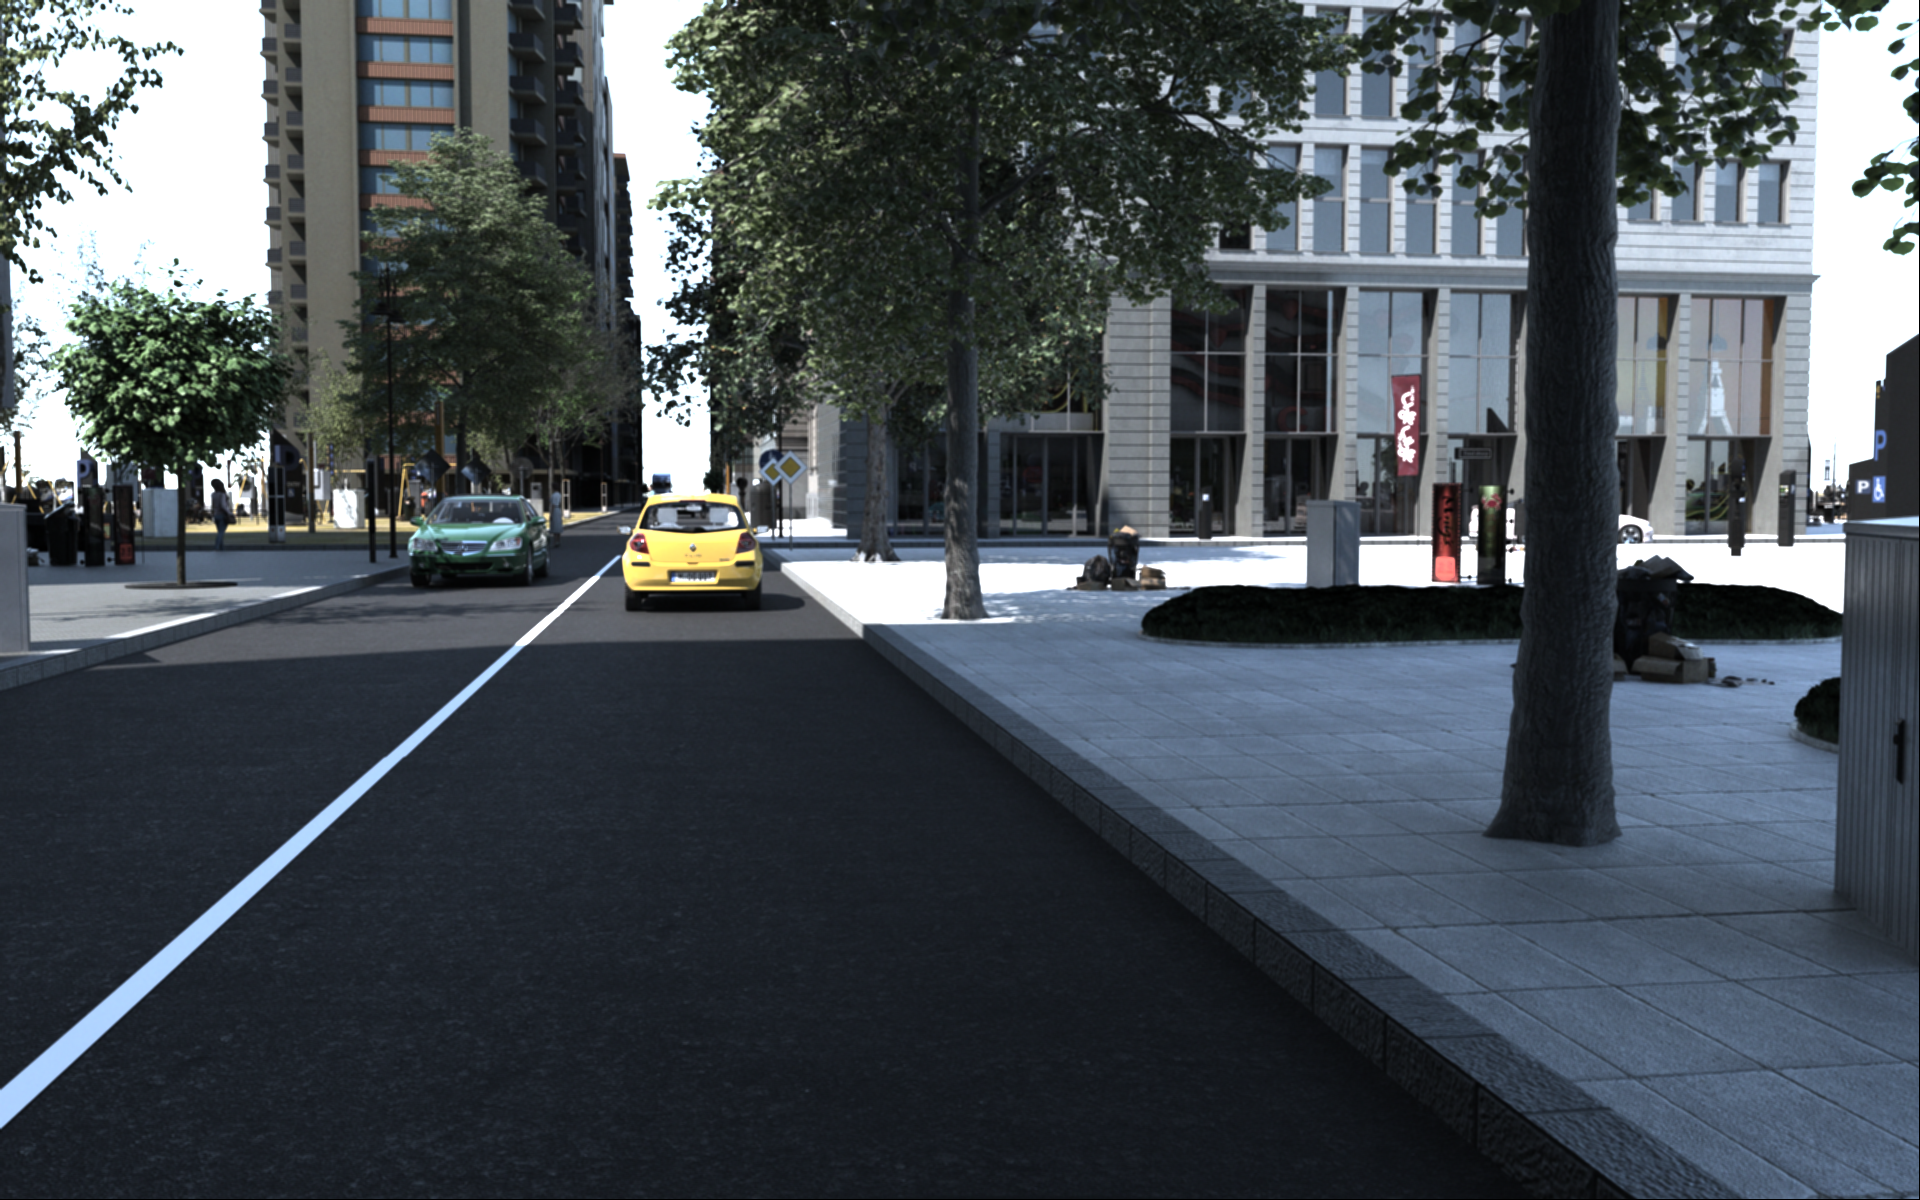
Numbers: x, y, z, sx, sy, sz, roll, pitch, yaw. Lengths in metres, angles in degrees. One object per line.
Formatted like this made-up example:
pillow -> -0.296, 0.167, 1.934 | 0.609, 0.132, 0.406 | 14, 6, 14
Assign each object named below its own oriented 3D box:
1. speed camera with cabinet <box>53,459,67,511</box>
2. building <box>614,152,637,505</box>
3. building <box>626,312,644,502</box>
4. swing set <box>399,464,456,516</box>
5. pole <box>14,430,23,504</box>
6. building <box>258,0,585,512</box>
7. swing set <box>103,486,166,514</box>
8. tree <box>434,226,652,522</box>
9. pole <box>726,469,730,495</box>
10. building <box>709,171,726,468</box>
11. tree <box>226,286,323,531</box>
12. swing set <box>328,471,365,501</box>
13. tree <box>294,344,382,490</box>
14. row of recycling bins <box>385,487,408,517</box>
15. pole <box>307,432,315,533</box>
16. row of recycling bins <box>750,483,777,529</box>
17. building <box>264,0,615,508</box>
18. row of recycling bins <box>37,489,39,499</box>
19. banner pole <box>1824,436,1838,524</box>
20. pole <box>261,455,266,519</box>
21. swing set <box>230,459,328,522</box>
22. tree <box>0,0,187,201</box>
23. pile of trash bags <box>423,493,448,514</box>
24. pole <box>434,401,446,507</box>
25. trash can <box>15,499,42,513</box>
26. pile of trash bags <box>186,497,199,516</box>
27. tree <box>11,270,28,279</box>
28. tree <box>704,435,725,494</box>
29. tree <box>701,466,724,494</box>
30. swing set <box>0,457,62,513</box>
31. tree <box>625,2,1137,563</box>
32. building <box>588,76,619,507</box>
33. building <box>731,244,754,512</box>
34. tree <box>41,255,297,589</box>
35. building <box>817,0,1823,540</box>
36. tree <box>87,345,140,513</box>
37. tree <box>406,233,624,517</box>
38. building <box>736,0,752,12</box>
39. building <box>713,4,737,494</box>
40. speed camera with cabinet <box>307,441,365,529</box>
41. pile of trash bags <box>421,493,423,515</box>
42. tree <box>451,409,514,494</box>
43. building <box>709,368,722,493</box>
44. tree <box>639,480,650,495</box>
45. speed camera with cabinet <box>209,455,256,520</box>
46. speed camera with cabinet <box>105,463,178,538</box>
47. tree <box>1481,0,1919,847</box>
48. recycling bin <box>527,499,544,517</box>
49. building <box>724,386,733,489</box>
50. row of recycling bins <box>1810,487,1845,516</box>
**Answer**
speed camera with cabinet -> -51.198, -6.364, 98.392 | 0.660, 3.252, 2.038 | -2, 4, -32
building -> -52.117, -34.303, 215.480 | 22.147, 44.769, 28.867 | -1, 4, -9
building -> -56.149, -30.264, 266.515 | 14.160, 30.474, 14.107 | -1, 4, -9
swing set -> -27.704, -5.687, 90.606 | 3.119, 2.851, 2.862 | 0, 4, -4
pole -> -30.048, -3.758, 55.294 | 0.158, 3.312, 0.155 | 0, 3, 0
building -> -40.159, -29.198, 132.013 | 22.147, 44.769, 28.867 | -1, 4, -9
swing set -> -48.824, -6.431, 102.770 | 2.862, 2.851, 3.119 | 1, 4, 22
tree -> -18.981, -10.366, 79.859 | 12.009, 13.543, 11.850 | 0, 3, 0
pole -> -14.985, -7.219, 111.873 | 0.158, 3.312, 0.155 | 0, 3, 0
building -> -22.071, -35.259, 231.105 | 22.147, 44.769, 28.867 | -1, 4, -9
tree -> -24.444, -6.738, 60.534 | 4.360, 8.622, 3.978 | 0, 3, 0
swing set -> -40.488, -7.254, 116.226 | 3.119, 2.851, 2.862 | 0, 4, 7
tree -> -29.571, -8.138, 83.424 | 4.737, 8.622, 4.395 | 0, 3, 0
row of recycling bins -> -32.462, -5.601, 98.682 | 3.534, 1.692, 1.069 | 1, 4, 17
pole -> -21.506, -3.886, 57.374 | 0.158, 3.312, 0.155 | 0, 3, 0
row of recycling bins -> -7.342, -3.523, 64.714 | 1.069, 1.692, 3.534 | 0, 4, -5
building -> -46.660, -34.886, 159.629 | 28.713, 52.752, 27.495 | -1, 4, -9
row of recycling bins -> -53.524, -5.586, 98.442 | 1.069, 1.692, 3.534 | 0, 4, 0
banner pole -> 38.084, -5.228, 75.493 | 0.401, 3.779, 0.863 | 1, 4, 19
pole -> -36.357, -5.904, 90.370 | 0.158, 3.312, 0.155 | 0, 3, 0
swing set -> -31.084, -4.957, 78.666 | 3.119, 2.851, 2.862 | 1, 4, 20
tree -> -10.340, -4.129, 17.875 | 4.737, 8.622, 4.395 | 0, 3, 0
pile of trash bags -> -28.930, -5.523, 100.061 | 1.912, 1.369, 3.447 | 1, 4, 22
pole -> -11.472, -2.715, 38.235 | 0.158, 3.312, 0.155 | 0, 3, 0
trash can -> -28.453, -2.525, 52.932 | 0.748, 1.137, 0.748 | 0, 3, 0
pile of trash bags -> -42.955, -5.161, 94.130 | 3.447, 1.369, 1.912 | 0, 4, 8
tree -> -28.128, -6.060, 49.441 | 4.360, 8.622, 3.978 | 0, 3, 0
tree -> -29.642, -16.083, 213.317 | 4.360, 8.622, 3.978 | 0, 3, 0
tree -> -29.035, -13.514, 204.675 | 4.285, 4.588, 4.351 | 0, 3, 0
swing set -> -40.367, -4.712, 74.668 | 2.862, 2.851, 3.119 | -1, 4, -10
tree -> -1.496, -7.071, 32.612 | 9.611, 12.733, 9.660 | 0, 3, 0
building -> -43.414, -32.499, 181.477 | 14.600, 45.320, 14.200 | -1, 4, -9
building -> -10.459, -22.063, 132.425 | 14.160, 30.474, 14.107 | -1, 4, -9
tree -> -10.858, -2.457, 23.887 | 4.285, 4.588, 4.351 | 0, 3, 0
building -> 10.542, -16.986, 55.206 | 29.804, 29.767, 11.434 | -1, 4, -9
tree -> -38.705, -7.898, 79.498 | 4.360, 8.622, 3.978 | 0, 3, 0
tree -> -17.856, -8.736, 68.594 | 9.928, 11.665, 9.643 | 0, 3, 0
building -> -8.962, -30.565, 154.366 | 22.147, 44.769, 28.867 | -1, 4, -9
building -> -26.300, -49.932, 254.631 | 20.563, 71.187, 20.611 | -1, 4, -9
speed camera with cabinet -> -23.254, -4.293, 64.520 | 2.038, 3.252, 0.660 | 1, 4, 11
pile of trash bags -> -33.379, -5.987, 107.644 | 1.912, 1.369, 3.447 | -1, 4, -22
tree -> -30.855, -9.952, 113.081 | 4.737, 8.622, 4.395 | 0, 3, 0
building -> -32.350, -30.628, 272.467 | 14.160, 30.474, 14.107 | -1, 4, -9
tree -> -44.623, -15.375, 245.980 | 1.663, 3.219, 1.824 | 0, 3, 0
speed camera with cabinet -> -35.461, -5.506, 84.356 | 2.038, 3.252, 0.660 | 0, 4, -6
speed camera with cabinet -> -23.721, -3.429, 50.395 | 0.660, 3.252, 2.038 | 2, 4, 35
tree -> 2.178, -5.410, 6.586 | 7.486, 12.596, 7.792 | 0, 3, 0
recycling bin -> -20.887, -4.443, 85.193 | 0.722, 1.027, 0.722 | -1, 4, -20
building -> -10.836, -20.729, 183.963 | 27.650, 21.520, 28.899 | -1, 4, -9
row of recycling bins -> 50.594, -5.715, 100.553 | 3.534, 1.692, 1.069 | 1, 4, 16
